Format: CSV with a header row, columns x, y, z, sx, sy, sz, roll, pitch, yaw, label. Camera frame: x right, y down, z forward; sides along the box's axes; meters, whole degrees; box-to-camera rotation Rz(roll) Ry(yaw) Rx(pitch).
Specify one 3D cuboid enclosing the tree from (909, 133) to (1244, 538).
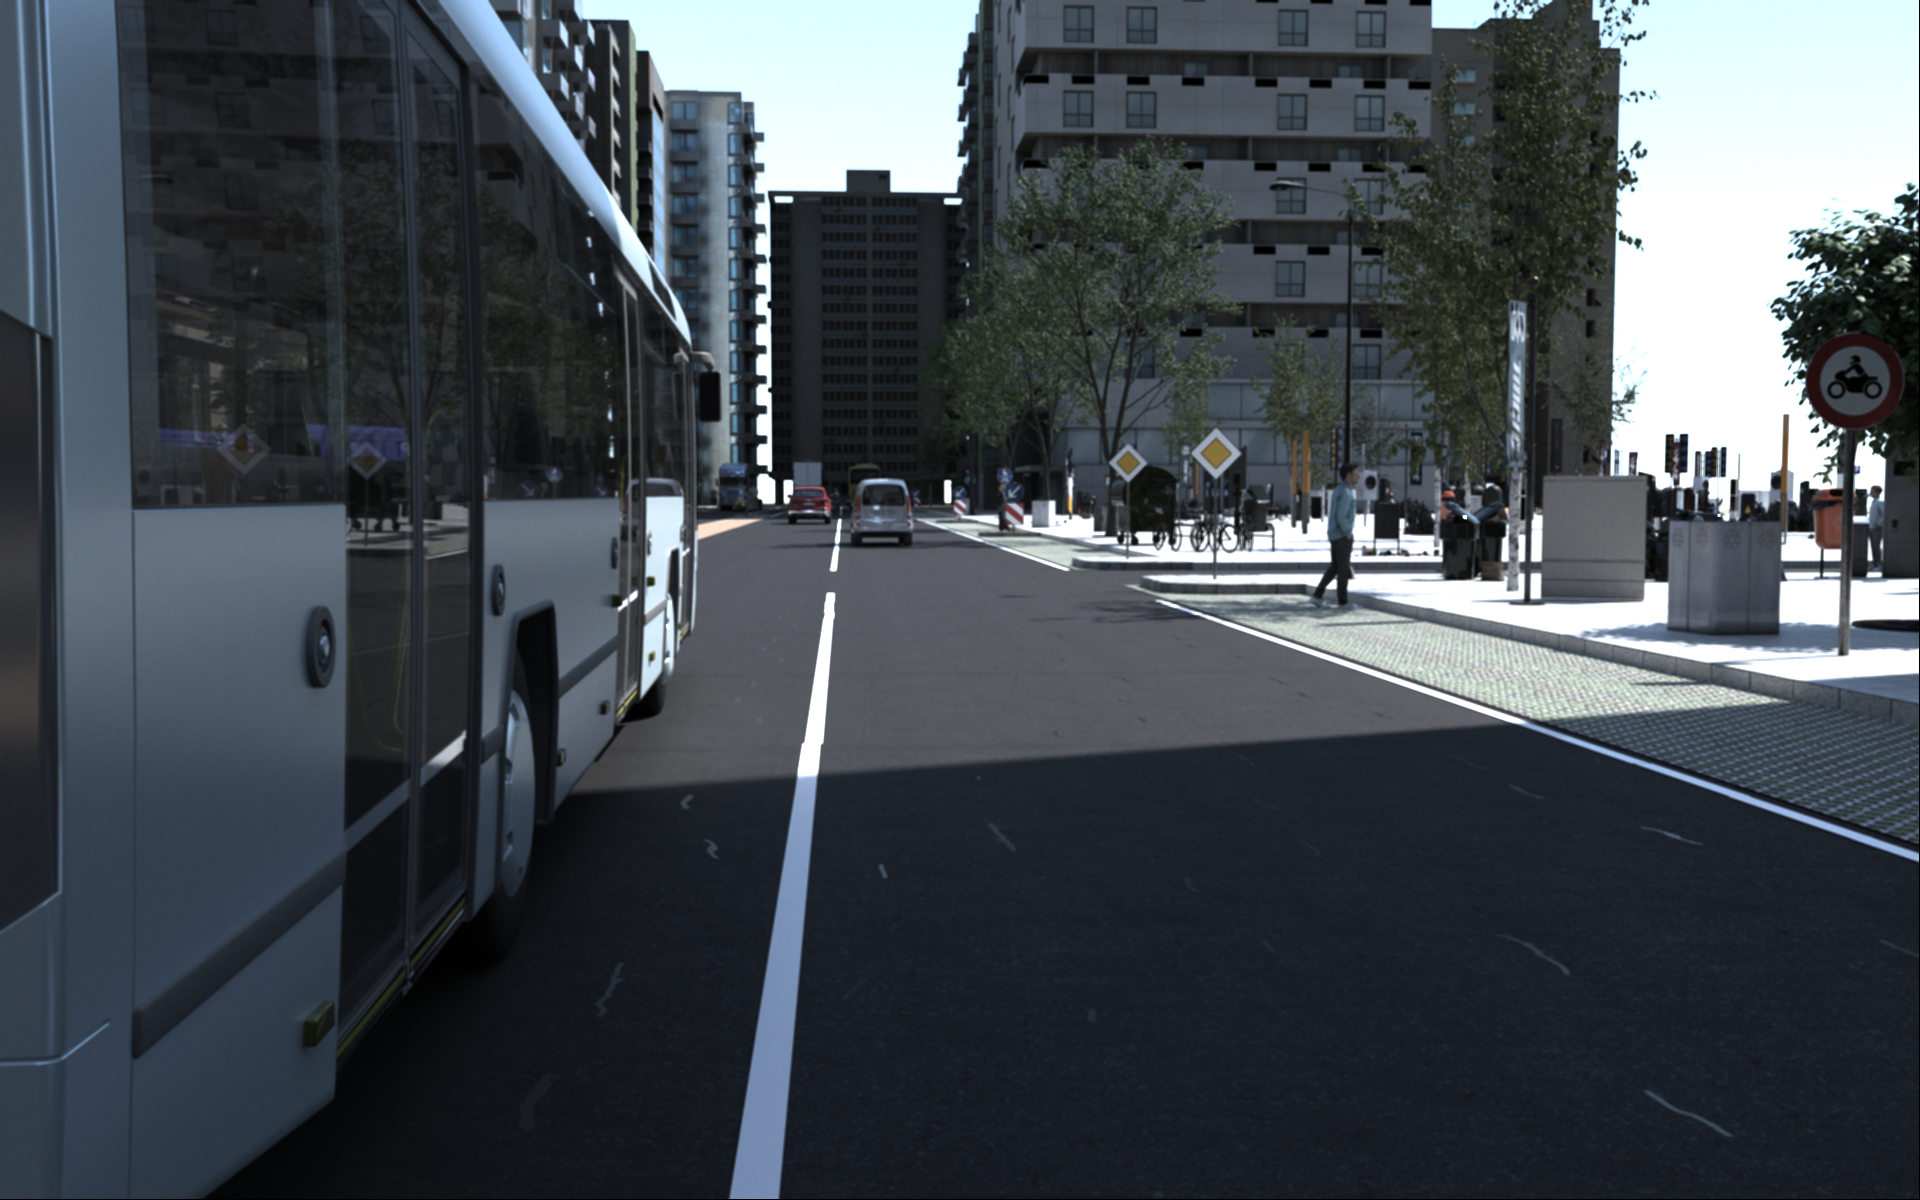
x,y,z,sx,sy,sz,roll,pitch,yaw,label
4.472,-7.672,51.190,9.928,11.665,9.643,0,3,0,tree

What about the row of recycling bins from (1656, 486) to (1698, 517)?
x,y,z,sx,sy,sz,roll,pitch,yaw,label
41.019,-5.743,101.011,3.534,1.692,1.069,1,4,12,row of recycling bins

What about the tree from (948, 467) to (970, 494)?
x,y,z,sx,sy,sz,roll,pitch,yaw,label
0.191,-8.202,128.707,1.663,3.219,1.824,0,3,0,tree

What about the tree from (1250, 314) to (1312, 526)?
x,y,z,sx,sy,sz,roll,pitch,yaw,label
13.592,-7.324,70.110,4.737,8.622,4.395,0,3,0,tree

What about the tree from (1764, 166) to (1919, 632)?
x,y,z,sx,sy,sz,roll,pitch,yaw,label
9.434,-2.007,16.527,4.285,4.588,4.351,0,3,0,tree

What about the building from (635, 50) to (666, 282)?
x,y,z,sx,sy,sz,roll,pitch,yaw,label
-37.080,-31.942,172.358,14.200,45.320,14.600,0,4,-4,building

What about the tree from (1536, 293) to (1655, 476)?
x,y,z,sx,sy,sz,roll,pitch,yaw,label
23.206,-6.943,63.884,4.360,8.622,3.978,0,3,0,tree

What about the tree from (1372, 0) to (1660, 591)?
x,y,z,sx,sy,sz,roll,pitch,yaw,label
7.290,-4.437,22.901,4.737,8.622,4.395,0,3,0,tree

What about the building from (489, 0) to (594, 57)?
x,y,z,sx,sy,sz,roll,pitch,yaw,label
-37.964,-30.713,121.770,23.786,49.044,30.456,0,4,-4,building

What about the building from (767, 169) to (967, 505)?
x,y,z,sx,sy,sz,roll,pitch,yaw,label
-11.111,-31.692,210.052,23.993,40.220,32.217,0,4,-4,building

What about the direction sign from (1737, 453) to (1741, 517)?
x,y,z,sx,sy,sz,roll,pitch,yaw,label
42.717,-6.301,95.015,0.379,3.537,0.876,2,4,30,direction sign

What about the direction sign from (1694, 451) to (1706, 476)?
x,y,z,sx,sy,sz,roll,pitch,yaw,label
38.810,-6.028,90.552,0.876,3.537,0.379,0,4,-3,direction sign

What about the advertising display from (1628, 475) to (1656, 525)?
x,y,z,sx,sy,sz,roll,pitch,yaw,label
23.375,-3.320,59.491,0.974,1.923,0.123,1,4,21,advertising display

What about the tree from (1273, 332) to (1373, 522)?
x,y,z,sx,sy,sz,roll,pitch,yaw,label
16.176,-7.815,78.143,4.360,8.622,3.978,0,3,0,tree

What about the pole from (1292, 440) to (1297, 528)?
x,y,z,sx,sy,sz,roll,pitch,yaw,label
12.739,-4.410,65.954,0.158,3.312,0.155,0,3,0,pole

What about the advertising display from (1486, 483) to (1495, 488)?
x,y,z,sx,sy,sz,roll,pitch,yaw,label
29.720,-5.631,97.276,0.974,1.923,0.123,-3,5,-44,advertising display

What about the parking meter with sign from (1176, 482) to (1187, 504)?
x,y,z,sx,sy,sz,roll,pitch,yaw,label
11.719,-6.088,95.792,1.738,3.016,0.543,1,4,16,parking meter with sign

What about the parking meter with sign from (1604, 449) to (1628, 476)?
x,y,z,sx,sy,sz,roll,pitch,yaw,label
25.908,-4.364,67.605,1.738,3.016,0.543,-1,4,-10,parking meter with sign

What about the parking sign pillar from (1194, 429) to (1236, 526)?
x,y,z,sx,sy,sz,roll,pitch,yaw,label
10.355,-5.059,71.179,1.447,3.967,1.447,0,4,-4,parking sign pillar

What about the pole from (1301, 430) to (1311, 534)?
x,y,z,sx,sy,sz,roll,pitch,yaw,label
11.067,-3.771,55.500,0.158,3.312,0.155,0,3,0,pole

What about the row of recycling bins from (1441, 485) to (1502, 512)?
x,y,z,sx,sy,sz,roll,pitch,yaw,label
23.866,-4.514,80.909,1.069,1.692,3.534,-2,4,-29,row of recycling bins

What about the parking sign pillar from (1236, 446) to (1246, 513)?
x,y,z,sx,sy,sz,roll,pitch,yaw,label
15.237,-6.575,95.980,1.447,3.967,1.447,-2,4,-33,parking sign pillar

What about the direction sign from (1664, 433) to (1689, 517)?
x,y,z,sx,sy,sz,roll,pitch,yaw,label
26.791,-4.454,64.820,0.379,3.537,0.876,-3,5,-44,direction sign

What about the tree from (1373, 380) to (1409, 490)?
x,y,z,sx,sy,sz,roll,pitch,yaw,label
25.599,-9.639,107.957,4.360,8.622,3.978,0,3,0,tree

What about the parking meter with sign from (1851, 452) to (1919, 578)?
x,y,z,sx,sy,sz,roll,pitch,yaw,label
14.525,-1.851,26.527,1.738,3.016,0.543,2,4,27,parking meter with sign

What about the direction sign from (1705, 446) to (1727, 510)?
x,y,z,sx,sy,sz,roll,pitch,yaw,label
36.152,-5.540,82.582,0.379,3.537,0.876,-2,4,-27,direction sign

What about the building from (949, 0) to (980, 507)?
x,y,z,sx,sy,sz,roll,pitch,yaw,label
11.273,-33.452,166.552,23.786,49.044,30.456,0,4,-4,building

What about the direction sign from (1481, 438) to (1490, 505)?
x,y,z,sx,sy,sz,roll,pitch,yaw,label
21.268,-4.779,70.132,0.379,3.537,0.876,3,4,38,direction sign

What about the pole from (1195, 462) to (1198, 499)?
x,y,z,sx,sy,sz,roll,pitch,yaw,label
14.796,-6.998,108.255,0.158,3.312,0.155,0,3,0,pole

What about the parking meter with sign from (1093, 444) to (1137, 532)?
x,y,z,sx,sy,sz,roll,pitch,yaw,label
5.300,-3.869,59.511,0.543,3.016,1.738,3,5,45,parking meter with sign

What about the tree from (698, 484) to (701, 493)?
x,y,z,sx,sy,sz,roll,pitch,yaw,label
-27.776,-11.408,181.120,1.663,3.219,1.824,0,3,0,tree

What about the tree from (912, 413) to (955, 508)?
x,y,z,sx,sy,sz,roll,pitch,yaw,label
-2.609,-12.595,156.282,4.737,8.622,4.395,0,3,0,tree

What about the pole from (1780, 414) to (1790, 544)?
x,y,z,sx,sy,sz,roll,pitch,yaw,label
20.986,-3.072,44.074,0.158,3.312,0.155,0,3,0,pole

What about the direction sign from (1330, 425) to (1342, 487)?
x,y,z,sx,sy,sz,roll,pitch,yaw,label
12.383,-3.979,57.060,0.379,3.537,0.876,2,4,35,direction sign

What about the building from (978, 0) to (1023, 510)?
x,y,z,sx,sy,sz,roll,pitch,yaw,label
8.411,-28.179,144.318,14.154,41.232,14.086,0,4,-4,building

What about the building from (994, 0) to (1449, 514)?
x,y,z,sx,sy,sz,roll,pitch,yaw,label
16.855,-32.678,123.518,28.713,52.752,27.495,0,4,-4,building

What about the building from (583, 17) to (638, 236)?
x,y,z,sx,sy,sz,roll,pitch,yaw,label
-34.676,-28.191,144.510,14.154,41.232,14.086,0,4,-4,building

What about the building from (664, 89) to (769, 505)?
x,y,z,sx,sy,sz,roll,pitch,yaw,label
-38.034,-35.768,204.423,30.456,49.044,23.786,0,4,-4,building

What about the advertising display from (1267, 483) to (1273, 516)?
x,y,z,sx,sy,sz,roll,pitch,yaw,label
18.293,-5.934,102.242,0.123,1.923,0.974,0,4,-4,advertising display

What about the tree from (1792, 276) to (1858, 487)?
x,y,z,sx,sy,sz,roll,pitch,yaw,label
28.355,-6.387,54.796,4.737,8.622,4.395,0,3,0,tree

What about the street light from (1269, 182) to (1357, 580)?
x,y,z,sx,sy,sz,roll,pitch,yaw,label
5.294,-3.268,25.965,1.470,5.913,1.316,0,4,-4,street light

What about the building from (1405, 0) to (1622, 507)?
x,y,z,sx,sy,sz,roll,pitch,yaw,label
54.072,-33.709,174.836,21.600,48.544,21.300,0,4,-4,building

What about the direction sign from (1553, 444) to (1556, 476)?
x,y,z,sx,sy,sz,roll,pitch,yaw,label
27.185,-5.338,79.266,0.379,3.537,0.876,1,4,13,direction sign

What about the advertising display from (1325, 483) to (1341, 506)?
x,y,z,sx,sy,sz,roll,pitch,yaw,label
22.352,-6.014,103.549,0.974,1.923,0.123,1,4,18,advertising display

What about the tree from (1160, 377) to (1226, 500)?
x,y,z,sx,sy,sz,roll,pitch,yaw,label
13.767,-9.350,103.239,4.737,8.622,4.395,0,3,0,tree
